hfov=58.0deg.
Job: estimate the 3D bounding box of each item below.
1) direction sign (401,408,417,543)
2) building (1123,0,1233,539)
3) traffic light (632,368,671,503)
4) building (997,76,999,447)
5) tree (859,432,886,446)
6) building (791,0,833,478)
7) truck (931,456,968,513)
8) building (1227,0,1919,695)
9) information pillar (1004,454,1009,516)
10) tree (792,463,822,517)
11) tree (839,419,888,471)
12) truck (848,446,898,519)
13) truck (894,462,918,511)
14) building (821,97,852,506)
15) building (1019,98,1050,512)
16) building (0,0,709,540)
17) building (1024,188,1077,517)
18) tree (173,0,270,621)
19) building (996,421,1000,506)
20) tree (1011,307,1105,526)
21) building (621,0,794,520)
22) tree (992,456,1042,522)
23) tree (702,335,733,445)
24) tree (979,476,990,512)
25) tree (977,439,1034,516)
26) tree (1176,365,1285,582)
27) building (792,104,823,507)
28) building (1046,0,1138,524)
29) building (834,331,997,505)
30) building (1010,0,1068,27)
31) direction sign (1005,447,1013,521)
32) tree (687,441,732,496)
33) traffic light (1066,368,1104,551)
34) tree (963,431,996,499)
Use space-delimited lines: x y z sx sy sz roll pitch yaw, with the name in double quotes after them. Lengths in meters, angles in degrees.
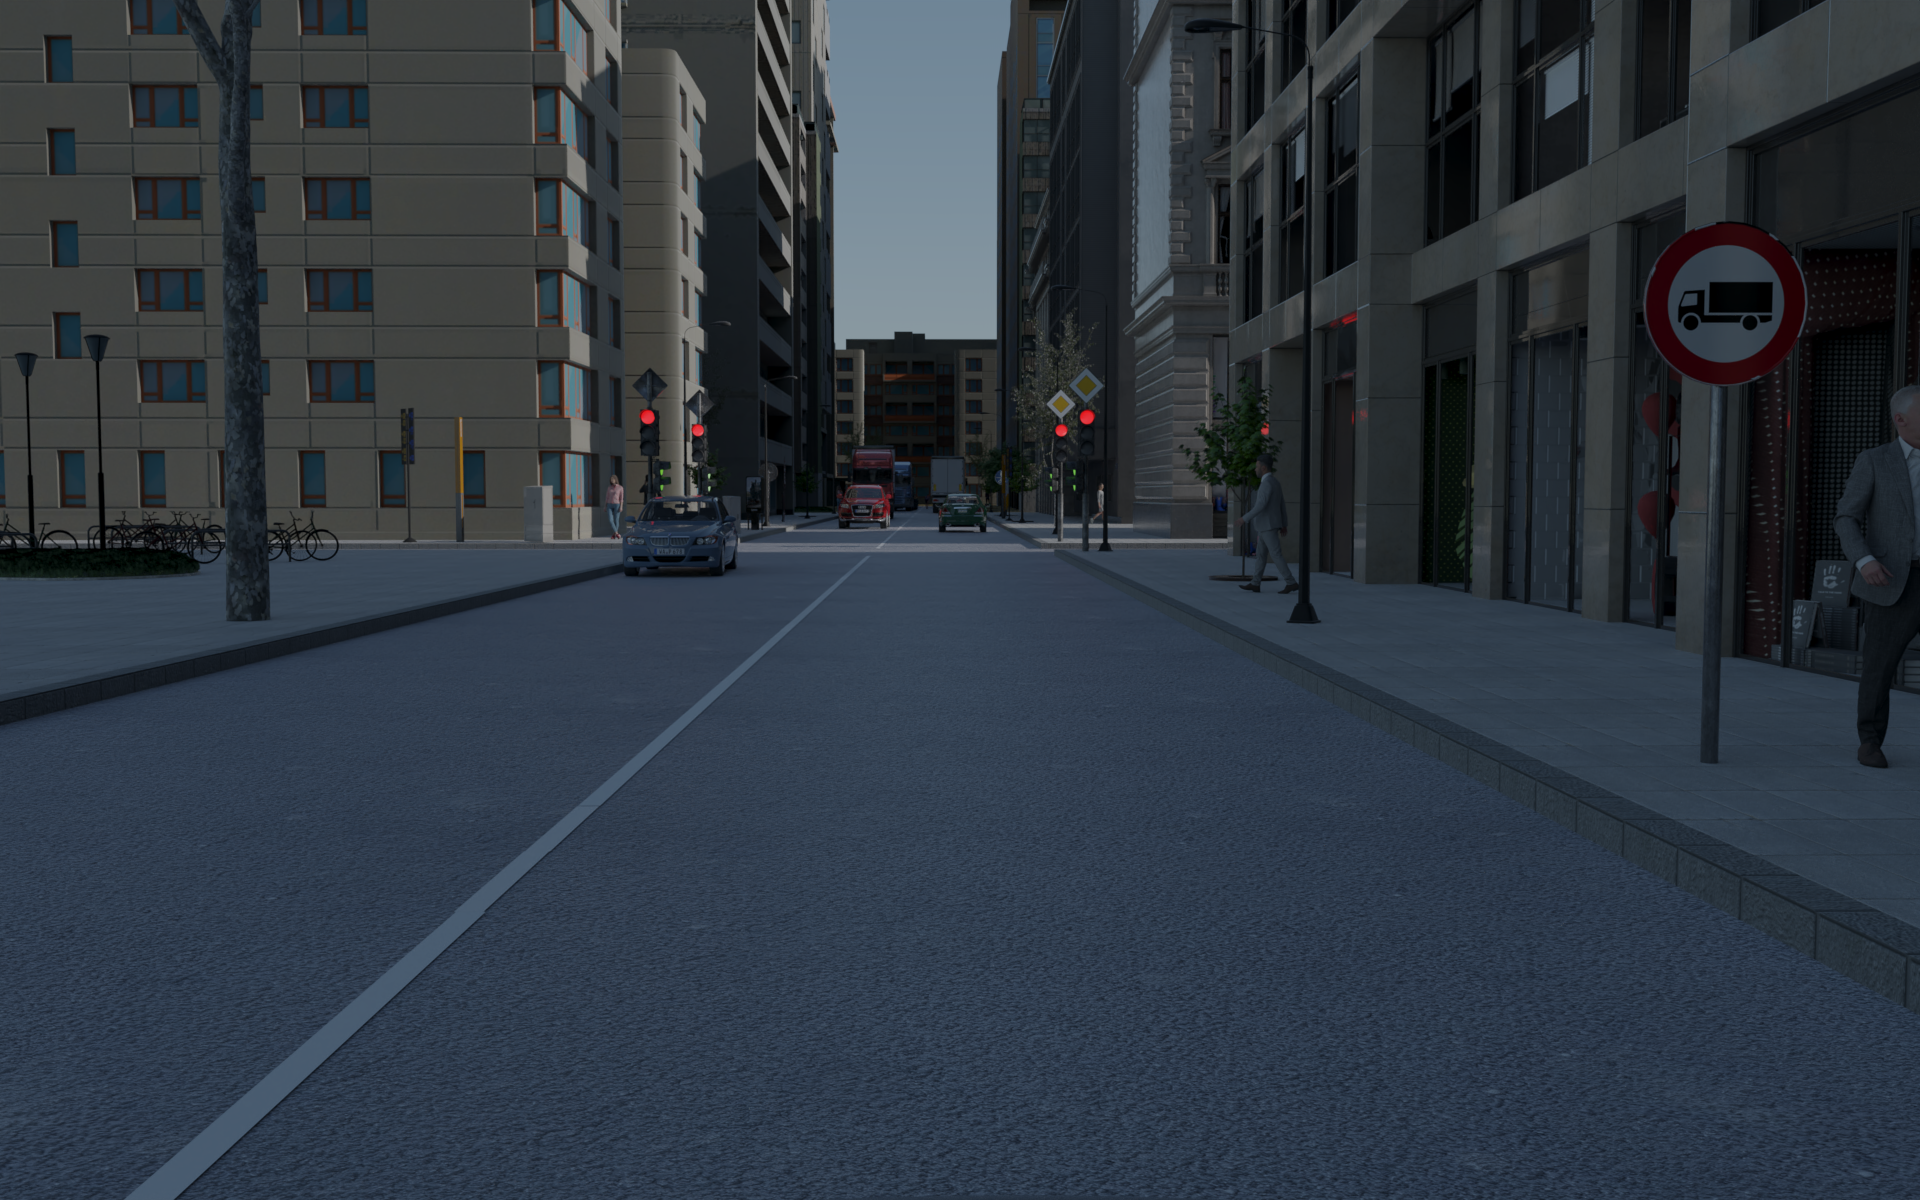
-14.580 -3.291 45.798 0.379 3.537 0.876 -3 4 -39 "direction sign"
15.185 -13.747 53.648 19.941 23.489 11.050 0 4 -1 "building"
-6.870 -3.034 38.520 0.839 4.253 0.868 0 4 -1 "traffic light"
10.814 -31.979 172.965 14.600 45.320 14.200 0 4 -1 "building"
-10.016 -15.230 199.378 4.360 8.622 3.978 0 3 0 "tree"
-25.159 -34.203 148.464 28.713 52.752 27.495 0 4 -1 "building"
-0.859 -8.860 133.767 2.839 4.237 11.283 0 4 1 "truck"
15.441 -13.106 18.807 19.350 26.468 34.151 0 4 -1 "building"
2.702 -6.705 100.989 0.183 3.616 0.504 -1 4 -22 "information pillar"
-8.522 -6.316 97.860 1.663 3.219 1.824 0 3 0 "tree"
-9.737 -13.322 168.176 4.737 8.622 4.395 0 3 0 "tree"
-5.085 -6.938 102.351 2.839 4.237 11.283 0 4 -2 "truck"
-5.158 -9.865 151.044 2.967 4.110 18.799 0 4 1 "truck"
-26.022 -32.365 183.788 28.867 44.769 22.147 0 4 -1 "building"
11.367 -21.906 129.869 14.160 30.474 14.107 0 4 -1 "building"
-24.812 -13.262 61.873 27.650 21.520 28.899 0 4 -1 "building"
11.303 -16.396 109.867 13.314 21.916 24.055 0 4 -1 "building"
-8.721 -9.844 16.836 12.611 20.169 13.585 0 3 0 "tree"
10.933 -25.508 188.752 14.160 30.474 14.107 0 4 -1 "building"
3.858 -7.266 69.154 4.360 8.622 3.978 0 3 0 "tree"
-20.698 -28.782 94.289 21.300 48.544 21.600 0 4 -1 "building"
2.768 -5.189 79.437 1.663 3.219 1.824 0 3 0 "tree"
-12.475 -7.922 79.890 4.360 8.622 3.978 0 3 0 "tree"
2.157 -8.144 127.750 1.663 3.219 1.824 0 3 0 "tree"
2.693 -7.343 103.770 4.285 4.588 4.351 0 3 0 "tree"
4.330 -1.915 25.914 1.663 3.219 1.824 0 3 0 "tree"
-17.756 -21.821 128.473 14.160 30.474 14.107 0 4 -1 "building"
12.080 -17.842 85.232 14.314 27.812 24.014 0 4 -1 "building"
-6.265 -22.990 220.919 28.899 21.520 27.650 0 4 -1 "building"
11.388 -31.046 157.719 14.600 45.320 14.200 0 4 -1 "building"
2.364 -5.574 83.136 0.379 3.537 0.876 -1 4 -15 "direction sign"
-9.119 -4.191 63.121 1.663 3.219 1.824 0 3 0 "tree"
2.790 -3.042 38.657 0.839 4.253 0.868 0 4 -1 "traffic light"
2.532 -15.179 198.538 4.737 8.622 4.395 0 3 0 "tree"
